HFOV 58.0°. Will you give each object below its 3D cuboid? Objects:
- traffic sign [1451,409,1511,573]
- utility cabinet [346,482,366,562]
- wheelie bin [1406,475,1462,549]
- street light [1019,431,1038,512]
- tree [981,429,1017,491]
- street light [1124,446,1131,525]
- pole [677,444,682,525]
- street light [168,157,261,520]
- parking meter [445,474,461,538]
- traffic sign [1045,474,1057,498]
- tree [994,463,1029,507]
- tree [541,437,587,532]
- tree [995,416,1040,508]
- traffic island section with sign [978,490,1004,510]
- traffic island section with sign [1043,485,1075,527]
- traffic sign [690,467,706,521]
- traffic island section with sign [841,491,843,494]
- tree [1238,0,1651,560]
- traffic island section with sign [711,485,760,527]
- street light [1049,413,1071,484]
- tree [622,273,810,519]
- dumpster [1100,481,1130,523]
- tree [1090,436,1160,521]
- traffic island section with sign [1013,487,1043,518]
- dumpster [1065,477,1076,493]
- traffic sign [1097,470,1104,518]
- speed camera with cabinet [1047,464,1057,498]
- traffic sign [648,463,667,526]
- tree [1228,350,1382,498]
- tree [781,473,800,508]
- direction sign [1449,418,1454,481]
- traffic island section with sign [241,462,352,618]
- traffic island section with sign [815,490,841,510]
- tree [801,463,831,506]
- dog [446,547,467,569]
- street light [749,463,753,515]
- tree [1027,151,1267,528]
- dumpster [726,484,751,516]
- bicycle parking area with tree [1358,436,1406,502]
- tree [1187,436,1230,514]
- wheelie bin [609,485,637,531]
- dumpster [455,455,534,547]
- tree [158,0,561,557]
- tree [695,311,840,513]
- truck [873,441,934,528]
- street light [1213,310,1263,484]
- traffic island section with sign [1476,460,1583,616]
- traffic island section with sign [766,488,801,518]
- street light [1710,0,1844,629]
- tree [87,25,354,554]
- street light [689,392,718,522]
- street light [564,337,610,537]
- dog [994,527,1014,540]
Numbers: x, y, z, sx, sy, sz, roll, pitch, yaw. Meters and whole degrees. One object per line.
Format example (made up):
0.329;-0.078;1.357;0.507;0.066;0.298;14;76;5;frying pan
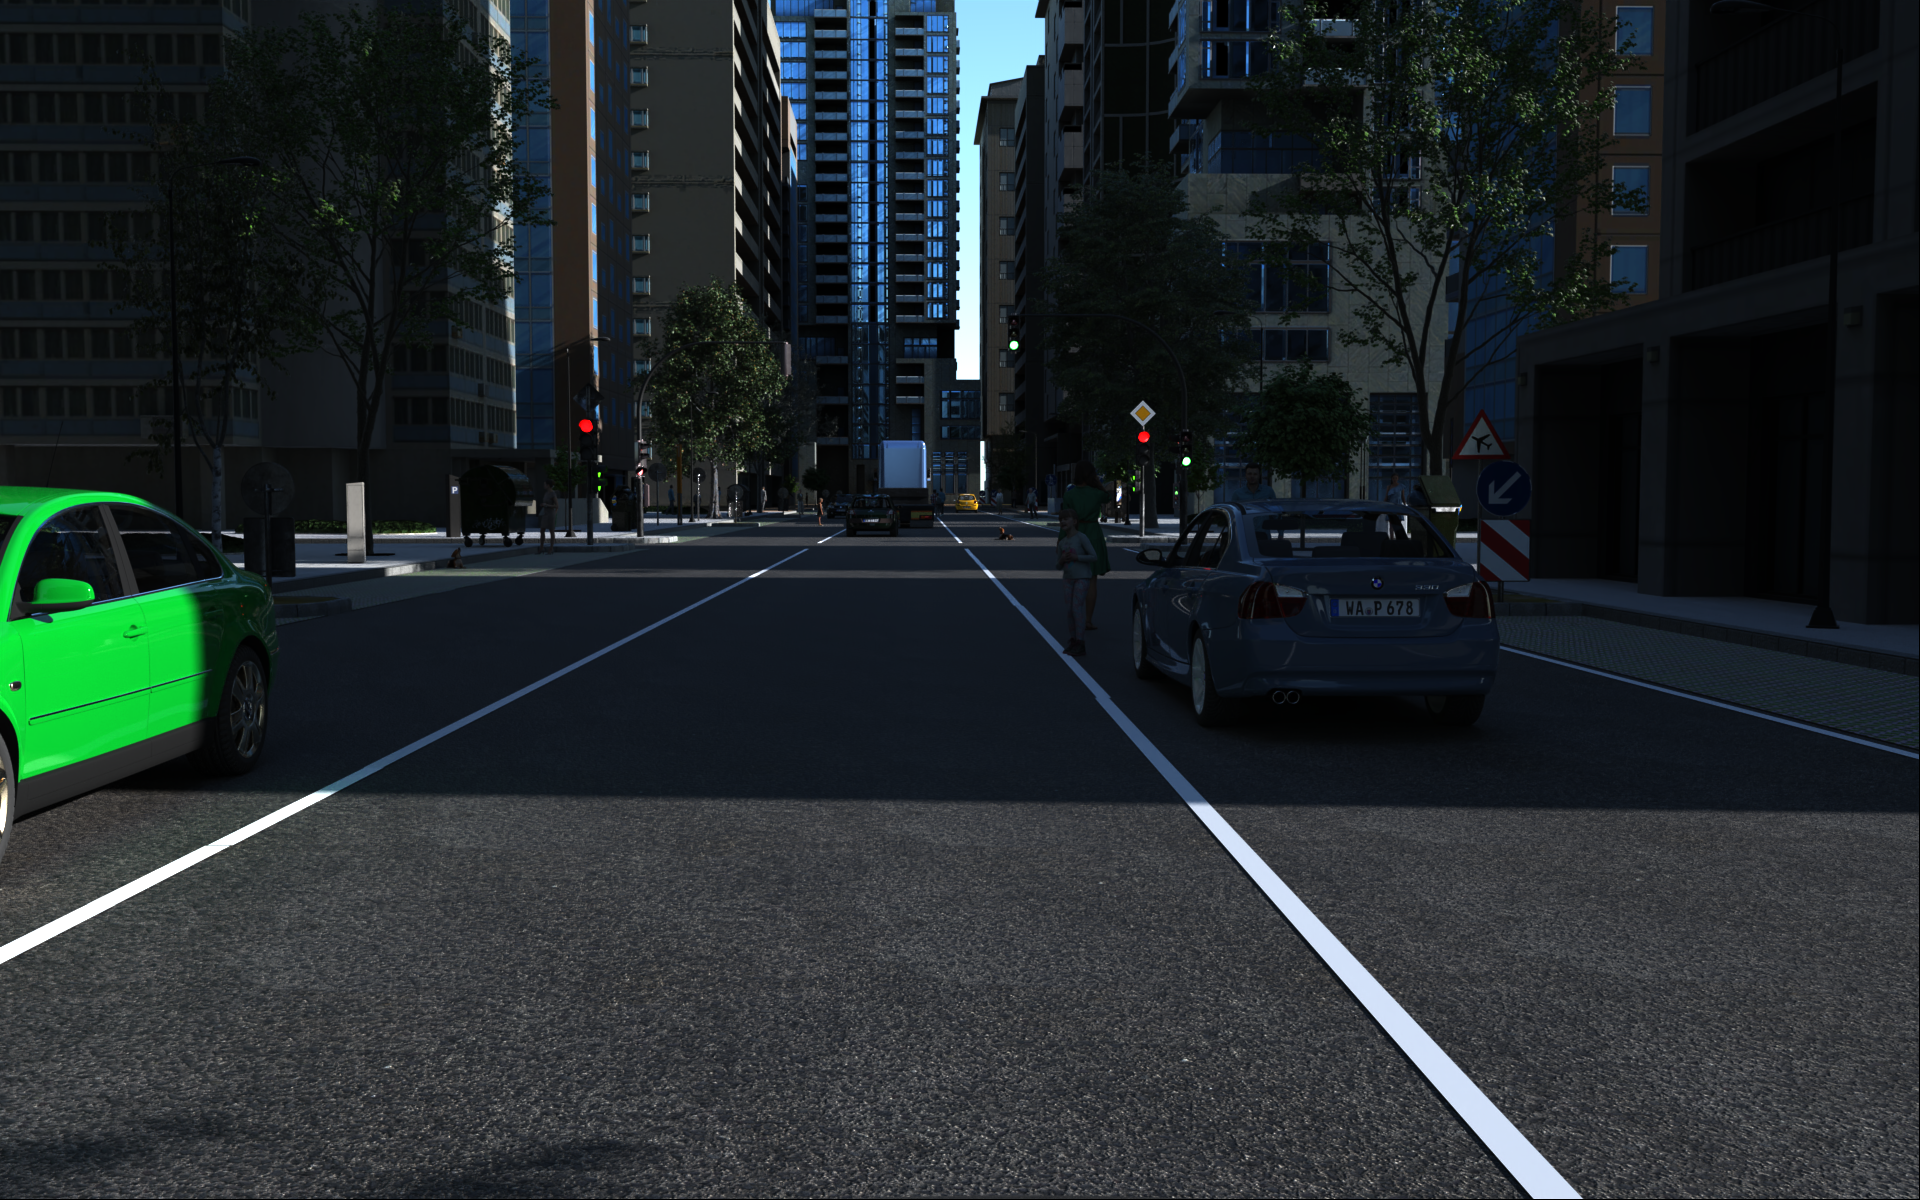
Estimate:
7.990;-1.627;26.601;0.884;2.594;0.081;0;4;7;traffic sign
-11.346;-1.457;32.507;0.318;1.500;1.173;-1;4;-17;utility cabinet
7.977;-1.308;29.289;0.980;1.594;0.693;-1;4;-22;wheelie bin
5.019;-9.452;127.081;1.470;5.913;1.316;0;4;-1;street light
4.391;-14.830;192.826;4.360;8.622;3.978;0;3;0;tree
6.380;-6.040;71.297;1.470;5.913;1.316;0;4;-1;street light
-11.501;-4.720;71.022;0.158;3.312;0.155;0;3;0;pole
-10.322;-3.146;23.986;1.470;5.913;1.316;0;4;-1;street light
-14.987;-2.785;51.239;0.399;1.863;0.255;-3;5;-43;parking meter
5.881;-6.836;111.870;0.768;2.556;0.104;0;4;4;traffic sign
5.011;-11.319;168.773;4.285;4.588;4.351;0;3;0;tree
-13.579;-3.950;59.178;1.663;3.219;1.824;0;3;0;tree
5.328;-13.058;163.854;4.737;8.622;4.395;0;3;0;tree
2.895;-8.883;153.866;1.989;1.847;2.006;0;4;-1;traffic island section with sign
4.874;-4.159;76.627;1.989;1.847;2.006;0;4;-1;traffic island section with sign
-12.465;-5.038;82.470;0.768;2.556;0.104;0;4;6;traffic sign
-12.518;-10.538;180.918;1.989;1.847;2.006;0;4;-1;traffic island section with sign
9.138;-6.581;33.353;9.928;11.665;9.643;0;3;0;tree
-9.848;-4.137;76.263;1.989;1.847;2.006;0;4;-1;traffic island section with sign
5.763;-7.737;99.038;1.470;5.913;1.316;0;4;-1;street light
-12.849;-10.600;90.315;9.611;12.733;9.660;0;3;0;tree
7.000;-4.433;78.236;1.264;1.857;1.865;0;4;-1;dumpster
7.671;-5.990;81.653;4.285;4.588;4.351;0;3;0;tree
4.173;-5.807;103.573;1.989;1.847;2.006;0;4;-1;traffic island section with sign
6.472;-5.567;93.509;1.502;2.255;1.985;0;4;-2;dumpster
7.030;-5.248;85.914;0.768;2.556;0.104;0;4;1;traffic sign
6.142;-7.430;115.815;0.660;3.252;2.038;0;4;4;speed camera with cabinet
-12.317;-4.308;70.535;0.768;2.556;0.104;0;4;-1;traffic sign
7.910;-3.417;39.586;4.285;4.588;4.351;0;3;0;tree
-15.255;-9.818;155.120;1.663;3.219;1.824;0;3;0;tree
14.668;-3.656;51.774;0.379;3.537;0.876;1;4;11;direction sign
-8.431;-0.738;20.691;1.989;1.847;2.006;0;4;-1;traffic island section with sign
-11.820;-8.854;153.394;1.989;1.847;2.006;0;4;-1;traffic island section with sign
-15.389;-12.292;184.694;4.285;4.588;4.351;0;3;0;tree
-9.658;-0.808;33.408;0.550;0.427;0.748;1;4;8;dog
-12.401;-8.198;106.584;1.470;5.913;1.316;0;4;-1;street light
7.194;-9.678;64.883;9.857;13.997;8.962;0;3;0;tree
-12.813;-5.767;100.046;1.264;1.857;1.865;0;4;-1;dumpster
19.432;-5.950;84.278;9.016;4.147;8.231;2;4;25;bicycle parking area with tree
7.914;-3.872;57.913;1.663;3.219;1.824;0;3;0;tree
-11.671;-3.179;59.889;0.693;1.594;0.980;1;4;13;wheelie bin
-11.411;-2.442;42.428;1.502;2.255;1.985;0;4;-1;dumpster
-12.246;-6.730;35.785;9.928;11.665;9.643;0;3;0;tree
-13.637;-12.635;116.959;12.009;13.543;11.850;0;3;0;tree
-2.662;-5.603;81.371;2.967;4.110;18.799;0;4;-2;truck
7.097;-4.368;43.962;1.470;5.913;1.316;0;4;-1;street light
6.273;-0.766;21.152;1.989;1.847;2.006;0;4;-1;traffic island section with sign
-10.558;-5.826;103.876;1.989;1.847;2.006;0;4;-1;traffic island section with sign
7.750;-2.686;16.457;1.470;5.913;1.316;0;4;-1;street light
-12.009;-4.746;27.956;4.360;8.622;3.978;0;3;0;tree
-11.663;-6.496;78.744;1.470;5.913;1.316;0;4;-1;street light
-11.049;-4.822;51.378;1.470;5.913;1.316;0;4;-1;street light
1.383;-2.065;53.951;0.550;0.427;0.748;-1;4;-13;dog
